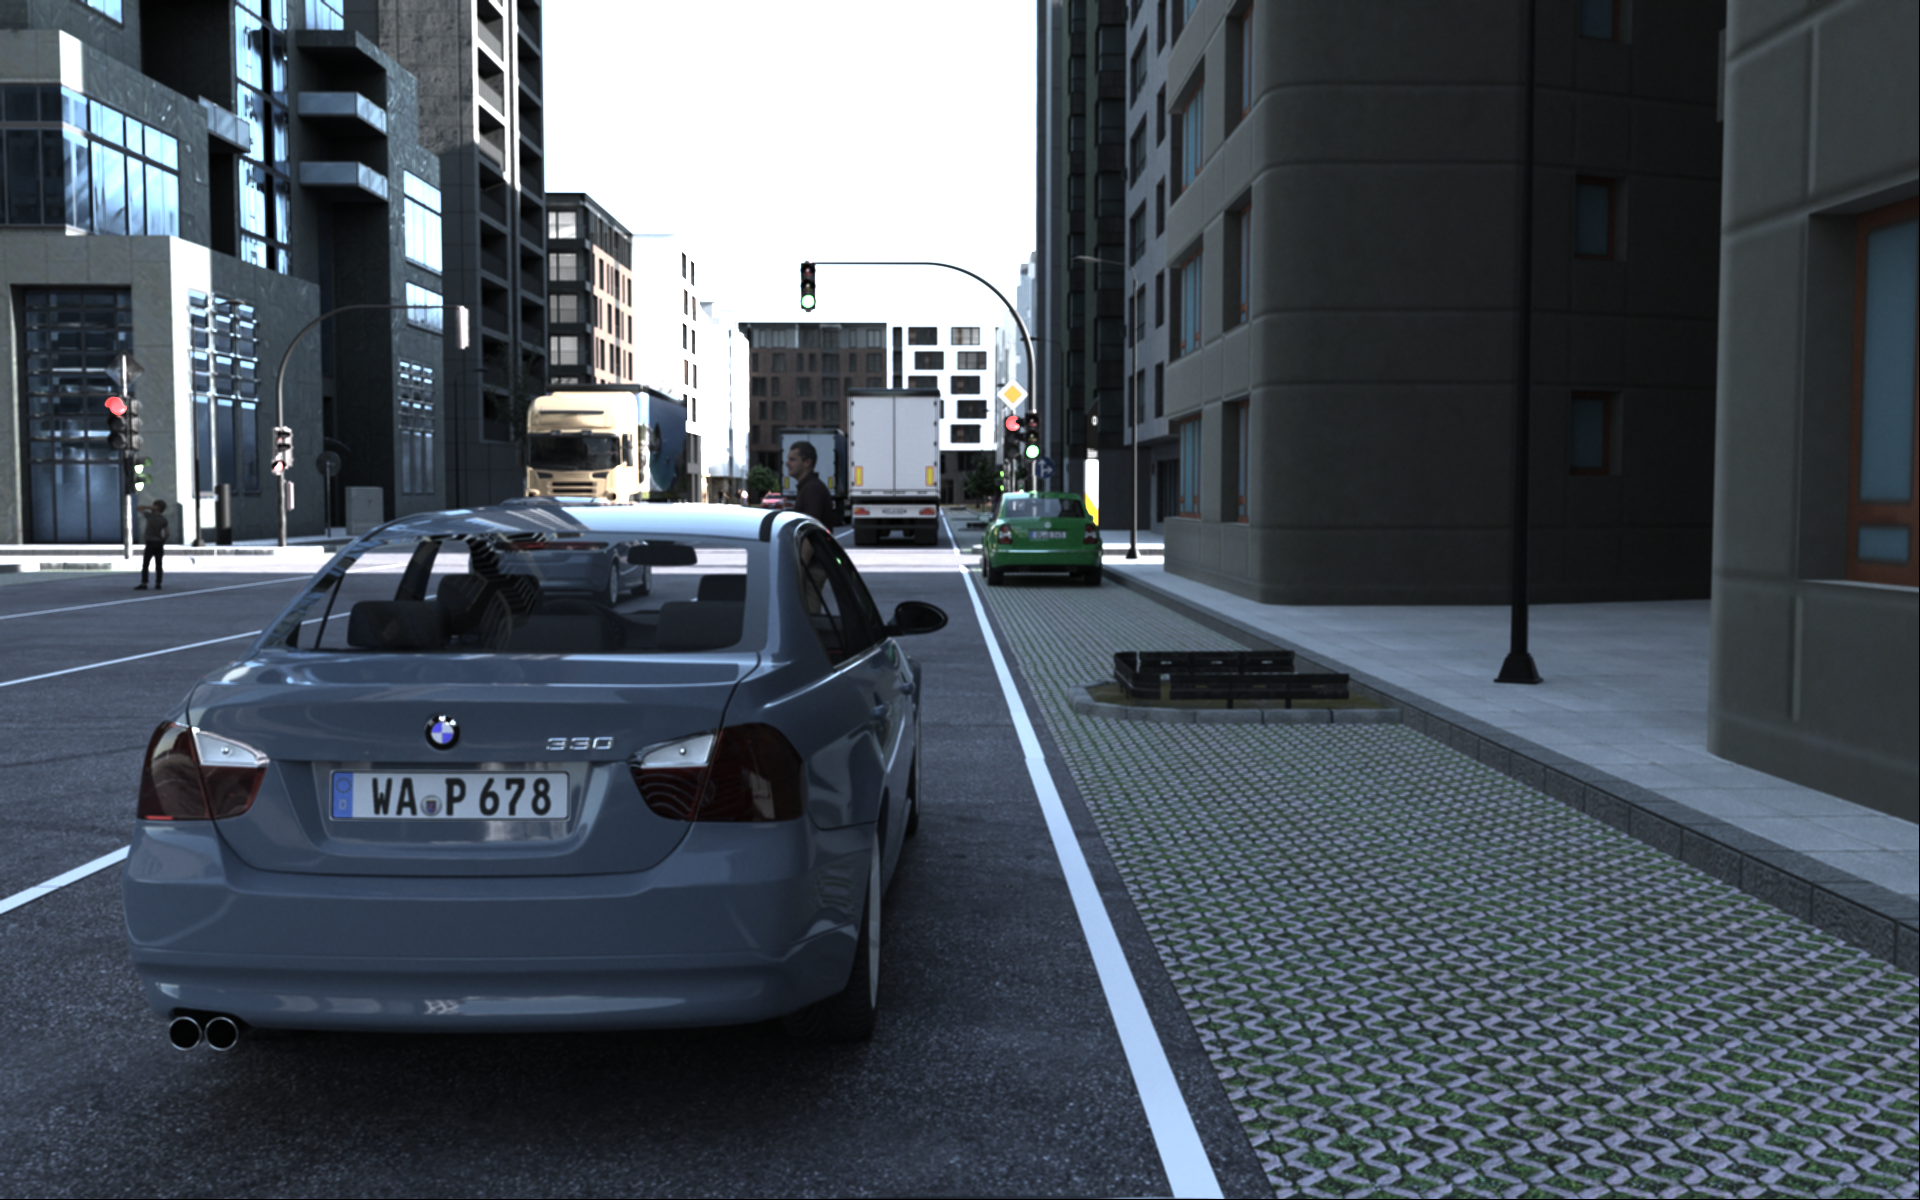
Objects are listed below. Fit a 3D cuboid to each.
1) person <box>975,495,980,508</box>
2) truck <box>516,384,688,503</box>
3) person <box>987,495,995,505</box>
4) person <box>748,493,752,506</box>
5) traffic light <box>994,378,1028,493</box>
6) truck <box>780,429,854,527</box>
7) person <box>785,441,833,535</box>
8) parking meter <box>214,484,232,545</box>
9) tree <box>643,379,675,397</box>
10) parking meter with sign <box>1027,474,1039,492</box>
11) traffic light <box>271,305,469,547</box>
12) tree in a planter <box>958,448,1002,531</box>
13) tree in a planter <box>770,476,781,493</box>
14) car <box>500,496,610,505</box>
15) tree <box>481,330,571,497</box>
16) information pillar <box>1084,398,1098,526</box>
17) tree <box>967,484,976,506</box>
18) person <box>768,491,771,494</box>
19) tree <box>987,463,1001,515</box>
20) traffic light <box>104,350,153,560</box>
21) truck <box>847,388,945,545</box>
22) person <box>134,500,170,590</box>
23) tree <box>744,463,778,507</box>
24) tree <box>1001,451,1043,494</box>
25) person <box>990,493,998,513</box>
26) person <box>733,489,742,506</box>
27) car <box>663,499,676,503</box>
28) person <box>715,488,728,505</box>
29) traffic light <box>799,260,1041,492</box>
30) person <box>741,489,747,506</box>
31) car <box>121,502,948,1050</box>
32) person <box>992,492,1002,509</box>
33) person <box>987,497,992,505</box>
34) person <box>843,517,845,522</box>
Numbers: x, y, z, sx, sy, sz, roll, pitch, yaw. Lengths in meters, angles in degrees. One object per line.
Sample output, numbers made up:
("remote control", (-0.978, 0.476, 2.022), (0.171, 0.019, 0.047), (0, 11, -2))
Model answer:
("person", (1.572, -9.131, 156.143), (0.445, 1.727, 0.742), (0, 4, 5))
("truck", (-9.329, -3.513, 46.349), (2.839, 4.237, 11.283), (0, 4, -1))
("person", (3.350, -10.055, 170.443), (1.348, 1.824, 0.705), (0, 4, 3))
("person", (-22.294, -10.654, 183.500), (0.557, 1.426, 1.065), (1, 4, 18))
("traffic light", (1.256, -3.248, 42.022), (0.839, 4.253, 0.868), (0, 4, -1))
("truck", (-6.403, -5.552, 79.690), (2.839, 4.237, 11.283), (0, 4, 1))
("person", (-1.116, -0.231, 12.405), (0.434, 1.807, 0.598), (1, 4, 10))
("parking meter", (-18.516, -2.148, 43.523), (0.372, 1.533, 0.369), (0, 3, 0))
("tree", (-19.933, -9.820, 110.924), (4.360, 8.622, 3.978), (0, 3, 0))
("parking meter with sign", (2.864, -4.347, 67.335), (0.543, 3.016, 1.738), (0, 4, 5))
("traffic light", (-14.273, -4.107, 41.813), (4.771, 5.953, 1.251), (0, 4, -1))
("tree in a planter", (0.911, -4.287, 67.311), (1.991, 3.239, 1.994), (0, 4, -1))
("tree in a planter", (-17.982, -10.607, 170.648), (1.991, 3.239, 1.994), (0, 4, -1))
("car", (-5.225, -0.669, 22.938), (2.014, 1.417, 4.499), (0, 4, -1))
("tree", (-19.406, -7.811, 78.077), (4.360, 8.622, 3.978), (0, 3, 0))
("information pillar", (3.199, -3.109, 42.191), (0.183, 3.616, 0.504), (3, 5, 39))
("tree", (1.181, -12.054, 191.682), (1.663, 3.219, 1.824), (0, 3, 0))
("person", (-17.571, -9.296, 161.023), (0.750, 1.759, 0.617), (0, 4, 7))
("tree", (2.328, -6.960, 108.389), (1.663, 3.219, 1.824), (0, 3, 0))
("traffic light", (-16.246, -2.743, 33.764), (0.839, 4.253, 0.868), (0, 4, -1))
("truck", (-1.832, -3.834, 51.591), (2.839, 4.237, 11.283), (0, 4, -1))
("person", (-12.157, -0.833, 26.033), (0.340, 1.345, 0.435), (2, 4, 33))
("tree", (-20.421, -11.887, 178.057), (4.285, 4.588, 4.351), (0, 3, 0))
("tree", (2.923, -5.030, 76.837), (1.663, 3.219, 1.824), (0, 3, 0))
("person", (2.169, -6.259, 111.620), (0.776, 1.435, 0.726), (2, 4, 24))
("person", (-20.454, -9.398, 160.518), (1.217, 1.723, 0.721), (0, 4, -5))
("car", (-14.100, -4.170, 80.189), (2.014, 1.417, 4.499), (0, 4, 0))
("person", (-21.303, -9.074, 154.408), (1.348, 1.822, 0.705), (1, 4, 18))
("traffic light", (-0.717, -3.621, 33.866), (4.771, 5.953, 1.251), (0, 4, -1))
("person", (-19.900, -9.321, 159.382), (0.436, 1.711, 0.756), (3, 5, 44))
("car", (-1.058, 0.377, 5.839), (2.014, 1.417, 4.499), (0, 4, 1))
("person", (2.896, -7.754, 132.839), (1.348, 1.821, 0.705), (1, 4, 17))
("person", (3.415, -11.486, 199.484), (0.799, 1.438, 0.628), (1, 4, 23))
("person", (-6.027, -4.846, 88.673), (0.436, 1.711, 0.756), (2, 4, 35))
